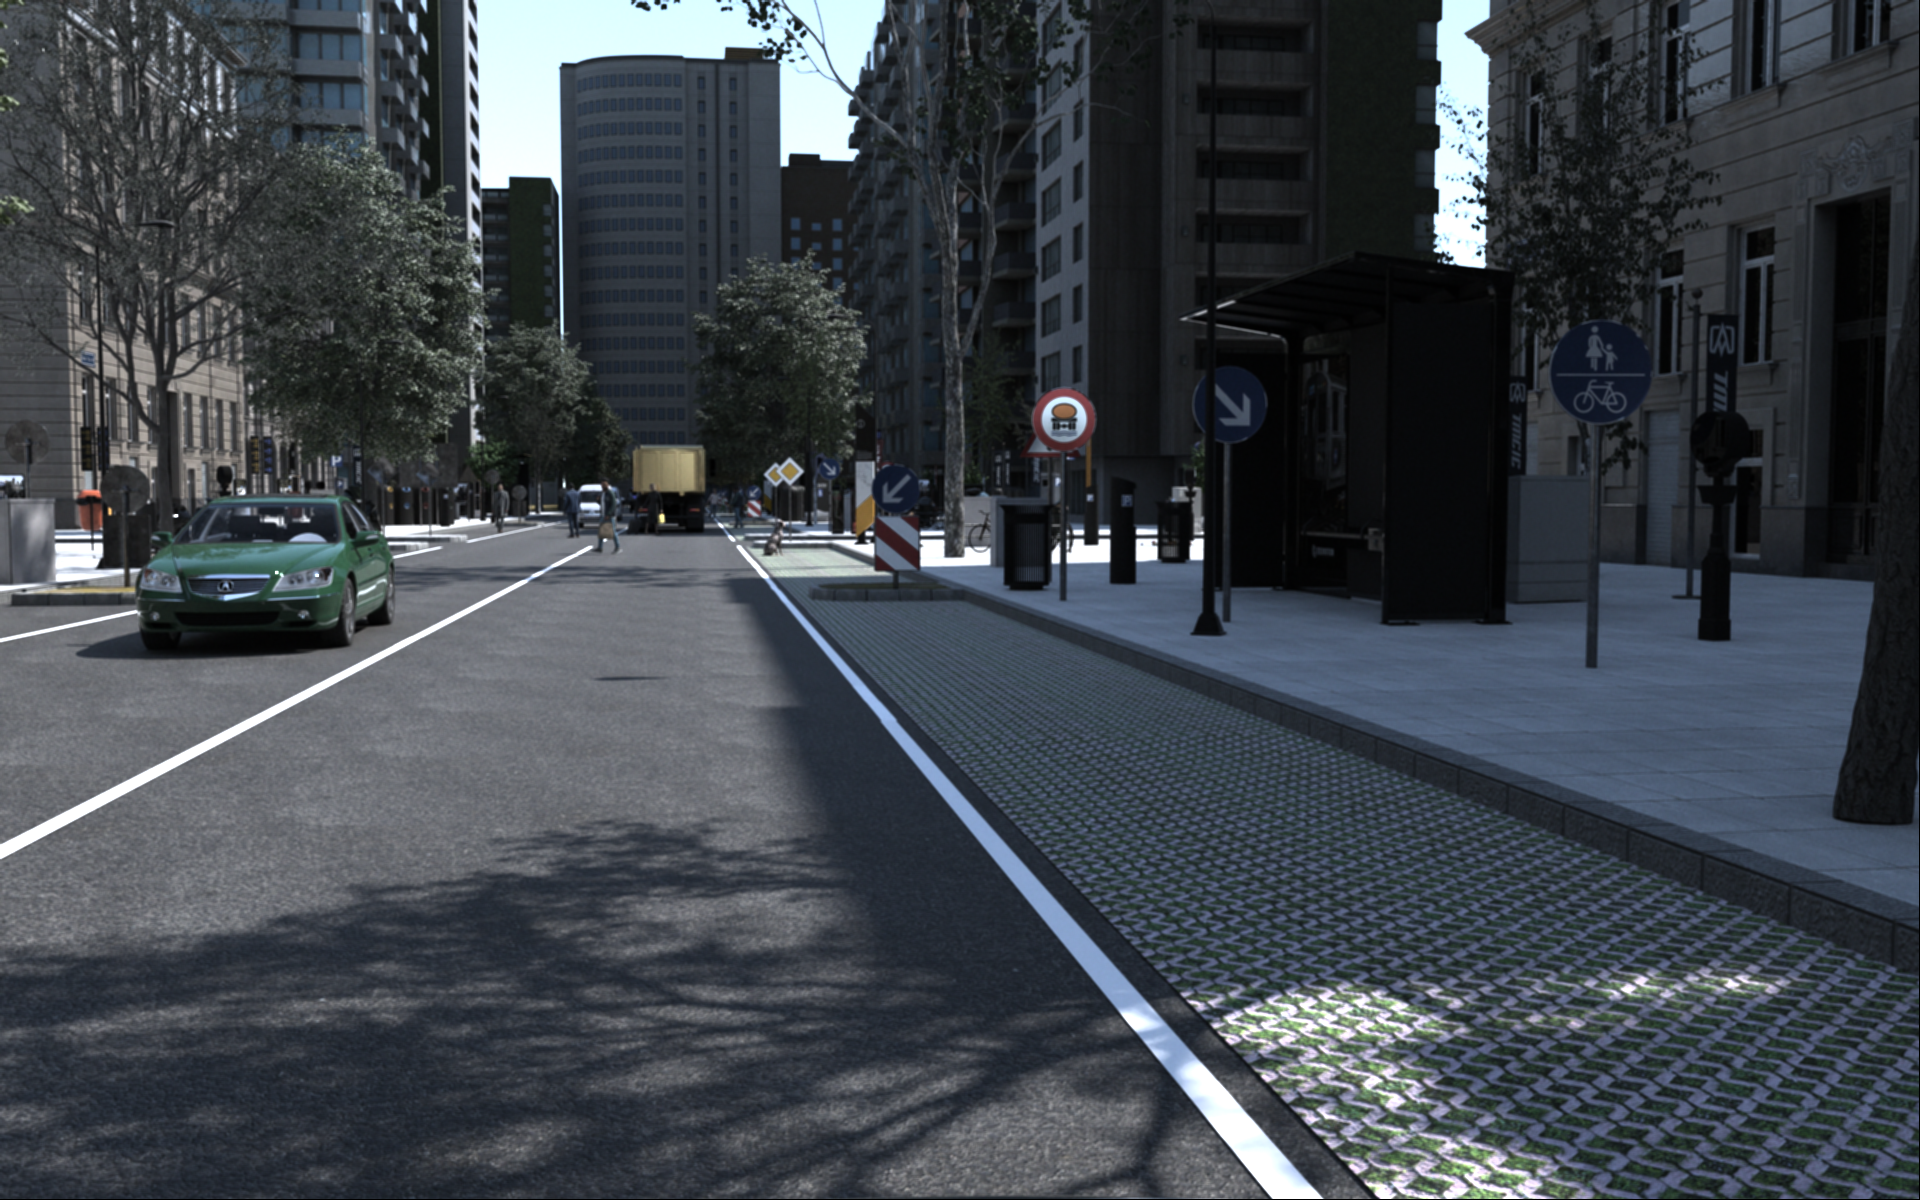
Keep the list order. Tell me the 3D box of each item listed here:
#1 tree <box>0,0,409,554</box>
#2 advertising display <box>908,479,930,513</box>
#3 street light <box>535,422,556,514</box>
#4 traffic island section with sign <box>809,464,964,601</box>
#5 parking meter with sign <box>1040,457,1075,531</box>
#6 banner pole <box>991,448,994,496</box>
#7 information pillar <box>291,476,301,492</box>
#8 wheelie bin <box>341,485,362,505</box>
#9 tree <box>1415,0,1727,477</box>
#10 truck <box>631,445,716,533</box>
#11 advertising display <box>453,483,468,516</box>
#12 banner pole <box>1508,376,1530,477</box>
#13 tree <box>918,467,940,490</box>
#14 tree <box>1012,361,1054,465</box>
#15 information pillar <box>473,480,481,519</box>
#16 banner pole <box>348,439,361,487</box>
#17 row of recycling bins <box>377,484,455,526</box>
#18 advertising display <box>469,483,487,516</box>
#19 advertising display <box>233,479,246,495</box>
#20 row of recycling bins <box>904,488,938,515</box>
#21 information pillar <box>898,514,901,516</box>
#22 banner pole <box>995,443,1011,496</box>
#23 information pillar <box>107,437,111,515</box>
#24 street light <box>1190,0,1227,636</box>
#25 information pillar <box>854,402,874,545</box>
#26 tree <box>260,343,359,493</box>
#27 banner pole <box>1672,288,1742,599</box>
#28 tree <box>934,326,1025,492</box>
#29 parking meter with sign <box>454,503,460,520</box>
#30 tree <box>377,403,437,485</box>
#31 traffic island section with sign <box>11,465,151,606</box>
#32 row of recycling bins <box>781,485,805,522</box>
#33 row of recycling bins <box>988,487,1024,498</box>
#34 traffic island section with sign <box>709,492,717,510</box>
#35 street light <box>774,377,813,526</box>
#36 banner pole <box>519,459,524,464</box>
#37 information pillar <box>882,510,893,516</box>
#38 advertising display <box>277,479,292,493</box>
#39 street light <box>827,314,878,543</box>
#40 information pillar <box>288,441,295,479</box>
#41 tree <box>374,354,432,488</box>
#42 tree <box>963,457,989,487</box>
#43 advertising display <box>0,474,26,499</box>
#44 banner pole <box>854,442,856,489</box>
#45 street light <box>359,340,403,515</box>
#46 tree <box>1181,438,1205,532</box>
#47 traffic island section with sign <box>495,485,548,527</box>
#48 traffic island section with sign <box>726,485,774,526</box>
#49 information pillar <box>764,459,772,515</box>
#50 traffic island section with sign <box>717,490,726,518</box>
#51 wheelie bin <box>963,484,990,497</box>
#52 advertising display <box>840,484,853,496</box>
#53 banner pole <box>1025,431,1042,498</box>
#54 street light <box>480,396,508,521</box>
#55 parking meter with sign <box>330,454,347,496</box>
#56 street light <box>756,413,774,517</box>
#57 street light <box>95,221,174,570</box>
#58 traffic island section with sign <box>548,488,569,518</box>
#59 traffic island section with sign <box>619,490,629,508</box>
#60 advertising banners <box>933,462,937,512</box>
[{"bbox_3d":[-17.227,-7.739,36.903,12.009,13.543,11.850,0,3,0],"label":"tree"},{"bbox_3d":[-1.742,-4.142,72.930,0.974,1.923,0.123,-1,4,-10],"label":"advertising display"},{"bbox_3d":[-26.728,-8.514,111.751,1.470,5.913,1.316,-1,4,-9],"label":"street light"},{"bbox_3d":[-1.072,-0.936,23.928,1.989,1.847,2.006,-1,4,-9],"label":"traffic island section with sign"},{"bbox_3d":[3.224,-3.973,61.224,1.738,3.016,0.543,3,5,45],"label":"parking meter with sign"},{"bbox_3d":[1.938,-6.308,93.152,0.863,3.779,0.401,-2,4,-34],"label":"banner pole"},{"bbox_3d":[-26.916,-4.021,70.241,0.304,2.012,0.304,-1,4,-11],"label":"information pillar"},{"bbox_3d":[-22.226,-3.397,63.452,0.693,1.594,0.980,1,4,18],"label":"wheelie bin"},{"bbox_3d":[8.651,-4.512,24.133,4.360,8.622,3.978,0,3,0],"label":"tree"},{"bbox_3d":[-11.270,-4.389,67.691,3.469,3.379,9.791,0,4,-8],"label":"truck"},{"bbox_3d":[-28.773,-5.801,100.063,0.974,1.923,0.123,-1,4,-19],"label":"advertising display"},{"bbox_3d":[10.239,-2.584,32.271,0.863,3.779,0.401,-1,4,-23],"label":"banner pole"},{"bbox_3d":[-2.015,-7.261,113.315,1.663,3.219,1.824,0,3,0],"label":"tree"},{"bbox_3d":[5.034,-8.779,93.905,4.360,8.622,3.978,0,3,0],"label":"tree"},{"bbox_3d":[-24.903,-5.186,89.281,0.304,2.012,0.304,-2,4,-28],"label":"information pillar"},{"bbox_3d":[-27.598,-5.444,79.028,0.863,3.779,0.401,-1,4,-20],"label":"banner pole"},{"bbox_3d":[-22.596,-3.936,71.464,1.069,1.692,3.534,3,5,45],"label":"row of recycling bins"},{"bbox_3d":[-27.620,-5.772,99.579,0.974,1.923,0.123,1,4,20],"label":"advertising display"},{"bbox_3d":[-31.020,-4.246,74.629,0.123,1.923,0.974,0,4,2],"label":"advertising display"},{"bbox_3d":[-2.925,-6.062,106.231,3.534,1.692,1.069,-2,4,-33],"label":"row of recycling bins"},{"bbox_3d":[-2.531,-3.990,69.724,0.304,2.012,0.304,-2,4,-24],"label":"information pillar"},{"bbox_3d":[2.236,-5.764,84.259,0.401,3.779,0.863,-2,4,-31],"label":"banner pole"},{"bbox_3d":[-30.371,-4.303,61.704,0.183,3.616,0.504,-1,4,-14],"label":"information pillar"},{"bbox_3d":[1.735,-2.632,15.574,1.470,5.913,1.316,-1,4,-9],"label":"street light"},{"bbox_3d":[-2.422,-3.214,43.911,0.504,3.616,0.183,1,4,15],"label":"information pillar"},{"bbox_3d":[-31.146,-8.055,82.066,4.360,8.622,3.978,0,3,0],"label":"tree"},{"bbox_3d":[9.183,-1.909,21.237,0.863,3.779,0.401,-1,4,-17],"label":"banner pole"},{"bbox_3d":[0.959,-7.701,76.277,4.737,8.622,4.395,0,3,0],"label":"tree"},{"bbox_3d":[-25.700,-5.491,86.045,1.738,3.016,0.543,1,4,17],"label":"parking meter with sign"},{"bbox_3d":[-31.766,-9.070,98.655,4.737,8.622,4.395,0,3,0],"label":"tree"},{"bbox_3d":[-11.293,-0.891,23.189,1.989,1.847,2.006,-1,4,-9],"label":"traffic island section with sign"},{"bbox_3d":[-7.824,-4.605,82.407,1.069,1.692,3.534,0,4,4],"label":"row of recycling bins"},{"bbox_3d":[2.661,-5.567,98.128,1.069,1.692,3.534,2,4,29],"label":"row of recycling bins"},{"bbox_3d":[-21.304,-8.984,155.523,1.989,1.847,2.006,-1,4,-9],"label":"traffic island section with sign"},{"bbox_3d":[-6.563,-5.902,69.046,1.470,5.913,1.316,-1,4,-9],"label":"street light"},{"bbox_3d":[-28.857,-7.576,113.879,0.401,3.779,0.863,1,4,14],"label":"banner pole"},{"bbox_3d":[-2.358,-3.214,57.043,0.304,2.012,0.304,2,4,30],"label":"information pillar"},{"bbox_3d":[-28.238,-4.129,72.730,0.123,1.923,0.974,2,4,24],"label":"advertising display"},{"bbox_3d":[-2.742,-4.431,44.980,1.470,5.913,1.316,-1,4,-9],"label":"street light"},{"bbox_3d":[-29.676,-5.236,76.955,0.183,3.616,0.504,0,4,1],"label":"information pillar"},{"bbox_3d":[-30.538,-8.532,89.866,4.360,8.622,3.978,0,3,0],"label":"tree"},{"bbox_3d":[0.592,-5.853,90.300,1.663,3.219,1.824,0,3,0],"label":"tree"},{"bbox_3d":[-30.145,-3.042,54.948,0.123,1.923,0.974,2,4,30],"label":"advertising display"},{"bbox_3d":[-4.996,-5.717,83.488,0.401,3.779,0.863,-1,4,-16],"label":"banner pole"},{"bbox_3d":[-17.514,-4.881,52.354,1.470,5.913,1.316,-1,4,-9],"label":"street light"},{"bbox_3d":[8.445,-3.983,59.725,1.663,3.219,1.824,0,3,0],"label":"tree"},{"bbox_3d":[-19.596,-4.192,77.171,1.989,1.847,2.006,-1,4,-9],"label":"traffic island section with sign"},{"bbox_3d":[-9.498,-4.289,78.752,1.989,1.847,2.006,-1,4,-9],"label":"traffic island section with sign"},{"bbox_3d":[-11.707,-6.982,105.509,0.504,3.616,0.183,-2,4,-28],"label":"information pillar"},{"bbox_3d":[-13.597,-5.918,105.394,1.989,1.847,2.006,-1,4,-9],"label":"traffic island section with sign"},{"bbox_3d":[0.447,-2.872,54.866,0.980,1.594,0.693,0,4,4],"label":"wheelie bin"},{"bbox_3d":[-7.130,-6.364,109.262,0.974,1.923,0.123,-3,5,-43],"label":"advertising display"},{"bbox_3d":[2.901,-4.846,69.256,0.863,3.779,0.401,0,4,1],"label":"banner pole"},{"bbox_3d":[-22.148,-6.714,82.308,1.470,5.913,1.316,-1,4,-9],"label":"street light"},{"bbox_3d":[-27.417,-4.925,76.778,0.543,3.016,1.738,0,4,-7],"label":"parking meter with sign"},{"bbox_3d":[-11.095,-7.700,98.443,1.470,5.913,1.316,-1,4,-9],"label":"street light"},{"bbox_3d":[-14.052,-3.484,29.512,1.470,5.913,1.316,-1,4,-9],"label":"street light"},{"bbox_3d":[-23.695,-5.822,103.814,1.989,1.847,2.006,-1,4,-9],"label":"traffic island section with sign"},{"bbox_3d":[-35.485,-10.509,180.444,1.989,1.847,2.006,-1,4,-9],"label":"traffic island section with sign"},{"bbox_3d":[-1.483,-6.164,96.966,0.090,3.025,2.074,-1,4,-10],"label":"advertising banners"}]
